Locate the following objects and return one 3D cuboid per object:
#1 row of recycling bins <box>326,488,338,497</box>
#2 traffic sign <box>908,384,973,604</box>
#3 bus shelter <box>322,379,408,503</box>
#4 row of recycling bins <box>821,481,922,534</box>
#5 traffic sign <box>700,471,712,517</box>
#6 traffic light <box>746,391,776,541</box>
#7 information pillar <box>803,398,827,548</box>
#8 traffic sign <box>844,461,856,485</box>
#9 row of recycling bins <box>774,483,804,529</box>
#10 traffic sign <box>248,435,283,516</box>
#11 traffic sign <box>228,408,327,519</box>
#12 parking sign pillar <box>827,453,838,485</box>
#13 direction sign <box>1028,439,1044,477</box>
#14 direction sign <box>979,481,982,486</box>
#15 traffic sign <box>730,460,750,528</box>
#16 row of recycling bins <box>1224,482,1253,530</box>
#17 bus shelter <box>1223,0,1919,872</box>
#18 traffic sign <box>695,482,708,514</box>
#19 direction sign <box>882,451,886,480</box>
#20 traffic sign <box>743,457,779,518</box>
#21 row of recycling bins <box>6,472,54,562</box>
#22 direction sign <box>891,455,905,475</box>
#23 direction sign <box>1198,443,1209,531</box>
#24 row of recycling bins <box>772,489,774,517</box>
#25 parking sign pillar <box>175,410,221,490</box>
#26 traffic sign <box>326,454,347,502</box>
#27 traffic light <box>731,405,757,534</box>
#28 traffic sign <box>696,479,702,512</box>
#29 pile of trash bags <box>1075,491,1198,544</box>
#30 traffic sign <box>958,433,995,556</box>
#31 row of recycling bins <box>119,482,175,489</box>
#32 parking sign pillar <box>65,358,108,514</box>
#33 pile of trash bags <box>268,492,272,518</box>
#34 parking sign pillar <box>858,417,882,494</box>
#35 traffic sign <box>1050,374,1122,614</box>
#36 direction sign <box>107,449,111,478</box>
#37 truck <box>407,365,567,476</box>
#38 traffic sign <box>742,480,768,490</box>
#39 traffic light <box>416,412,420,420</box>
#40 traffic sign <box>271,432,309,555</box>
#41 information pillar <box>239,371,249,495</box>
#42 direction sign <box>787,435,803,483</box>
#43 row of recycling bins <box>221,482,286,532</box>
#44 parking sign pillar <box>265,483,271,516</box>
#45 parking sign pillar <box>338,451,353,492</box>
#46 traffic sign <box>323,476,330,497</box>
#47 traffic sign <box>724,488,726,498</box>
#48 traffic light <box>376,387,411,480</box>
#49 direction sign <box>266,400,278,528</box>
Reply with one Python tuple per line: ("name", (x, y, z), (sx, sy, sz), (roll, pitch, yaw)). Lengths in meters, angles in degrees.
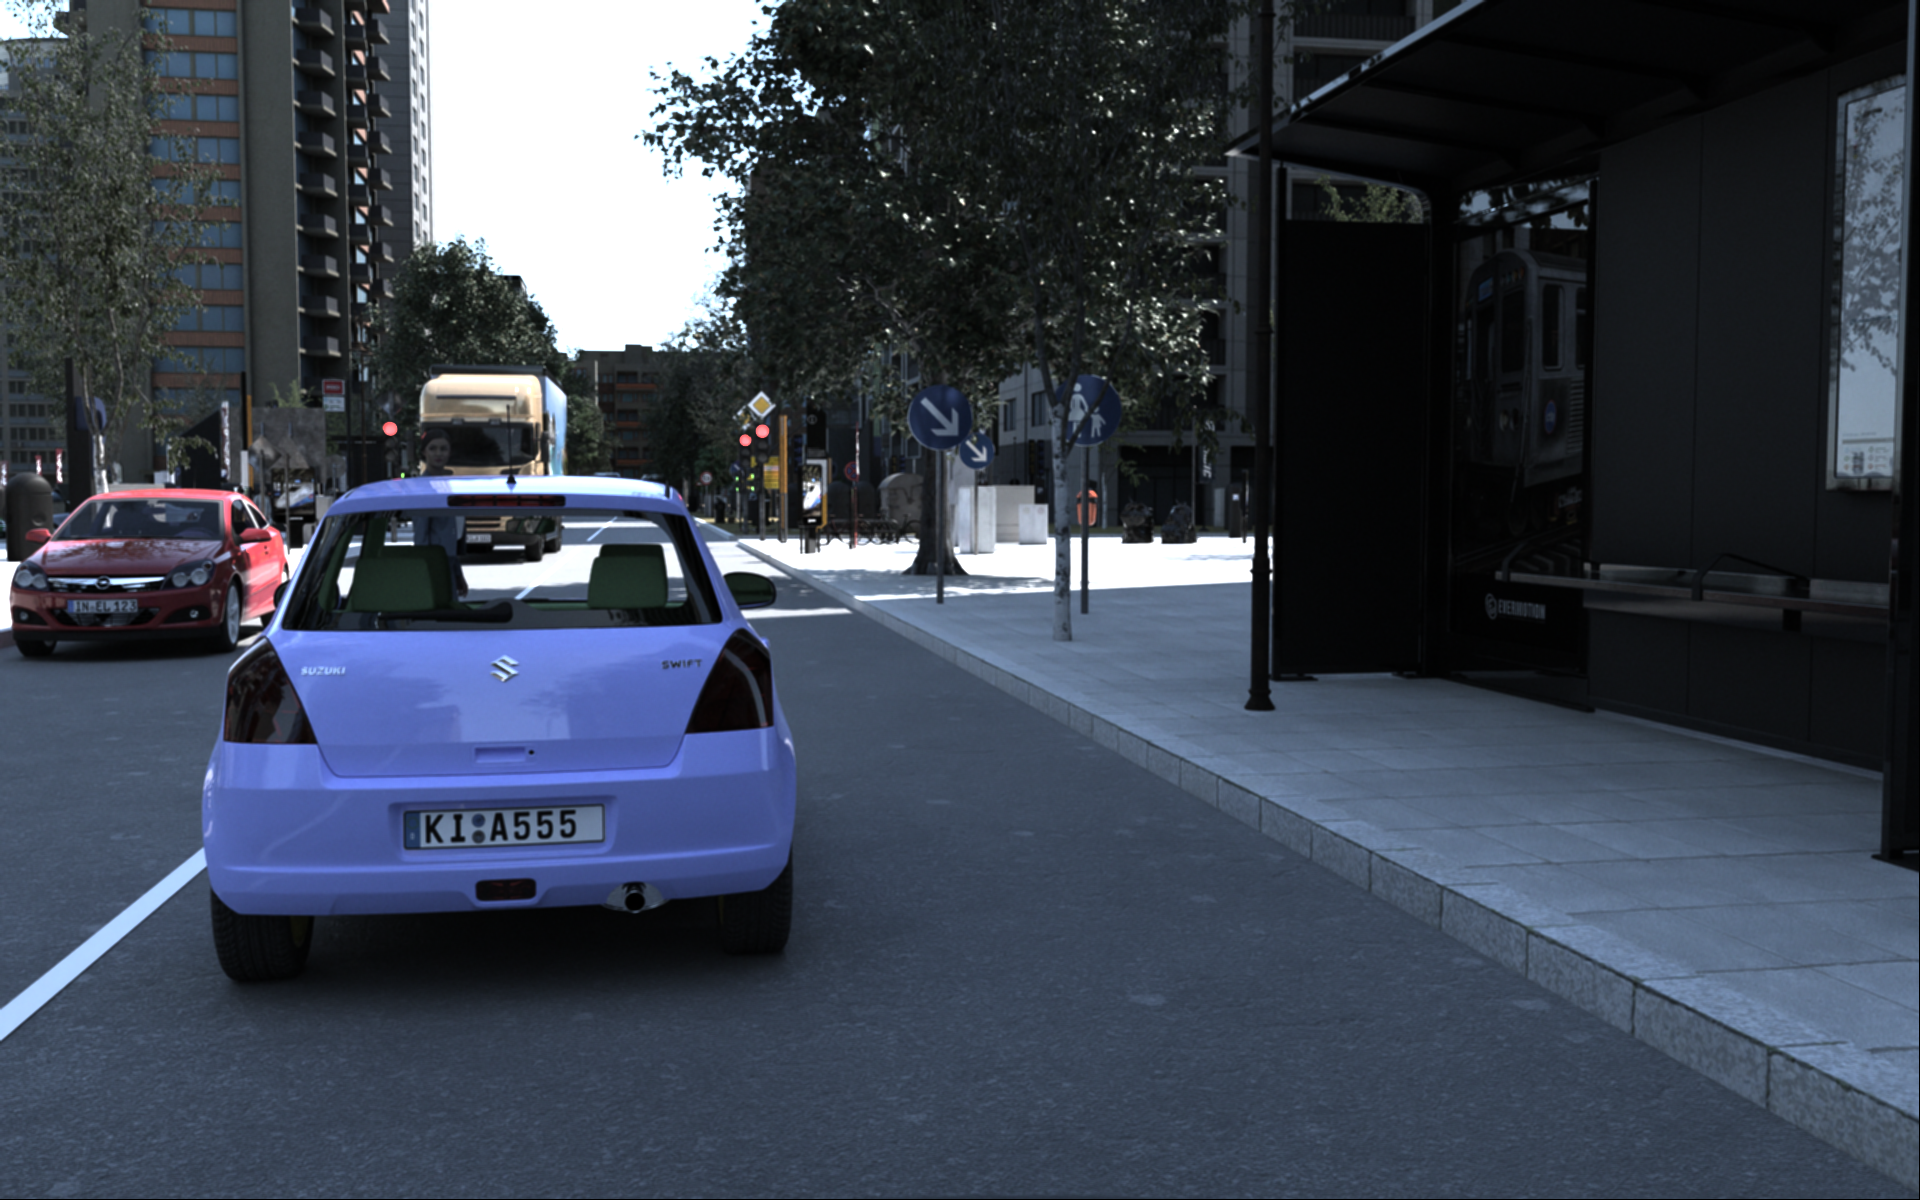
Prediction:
("row of recycling bins", (-41.304, -6.729, 117.132), (1.069, 1.692, 3.534), (2, 4, 31))
("traffic sign", (-0.232, -1.231, 20.226), (0.768, 2.556, 0.104), (0, 4, -7))
("bus shelter", (-21.660, -5.242, 63.345), (2.179, 5.291, 8.768), (-1, 4, -10))
("row of recycling bins", (-2.720, -3.019, 56.476), (3.534, 1.692, 1.069), (-2, 4, -28))
("traffic sign", (-14.158, -5.917, 96.842), (0.768, 2.556, 0.104), (0, 4, -2))
("traffic light", (-5.410, -3.562, 47.160), (0.839, 4.253, 0.868), (-1, 4, -10))
("information pillar", (-3.443, -3.062, 41.421), (0.504, 3.616, 0.183), (0, 4, -2))
("traffic sign", (-4.066, -4.066, 66.583), (0.768, 2.556, 0.104), (-1, 4, -9))
("row of recycling bins", (-4.959, -3.494, 64.235), (3.534, 1.692, 1.069), (1, 4, 20))
("traffic sign", (-13.686, -2.006, 33.981), (0.795, 2.450, 0.064), (0, 4, -4))
("traffic sign", (-16.104, -2.873, 40.848), (2.265, 3.308, 0.079), (0, 4, -4))
("parking sign pillar", (-7.585, -6.898, 101.257), (1.447, 3.967, 1.447), (1, 4, 20))
("direction sign", (3.169, -4.901, 72.135), (0.876, 3.537, 0.379), (-3, 5, -41))
("direction sign", (0.486, -3.001, 41.071), (0.379, 3.537, 0.876), (0, 4, 5))
("traffic sign", (-8.262, -3.976, 65.121), (0.768, 2.556, 0.104), (0, 4, -8))
("row of recycling bins", (10.053, -3.395, 62.622), (1.069, 1.692, 3.534), (1, 4, 8))
("bus shelter", (3.175, -1.081, 8.955), (1.731, 3.624, 6.357), (-1, 4, -10))
("traffic sign", (-16.337, -6.716, 109.811), (0.884, 2.594, 0.081), (0, 4, -2))
("direction sign", (-4.047, -6.080, 91.408), (0.379, 3.537, 0.876), (0, 4, -8))
("traffic sign", (-10.399, -6.014, 92.208), (2.265, 3.308, 0.079), (0, 4, -6))
("row of recycling bins", (-19.019, -1.558, 32.578), (3.534, 1.692, 1.069), (-1, 4, -20))
("direction sign", (-3.620, -6.686, 101.315), (0.876, 3.537, 0.379), (1, 4, 16))
("direction sign", (8.420, -4.141, 59.707), (0.379, 3.537, 0.876), (3, 4, 37))
("row of recycling bins", (-9.797, -5.503, 97.083), (1.069, 1.692, 3.534), (-2, 4, -30))
("parking sign pillar", (-24.207, -4.070, 55.024), (1.447, 3.967, 1.447), (3, 5, 41))
("traffic sign", (-20.037, -3.388, 55.494), (0.768, 2.556, 0.104), (0, 4, -5))
("traffic light", (-6.841, -4.043, 55.017), (0.839, 4.253, 0.868), (-1, 4, -10))
("traffic sign", (-18.439, -7.552, 123.587), (0.768, 2.556, 0.104), (0, 4, -8))
("pile of trash bags", (4.612, -2.190, 45.558), (3.447, 1.369, 1.912), (2, 4, 28))
("traffic sign", (0.336, -2.197, 36.026), (0.768, 2.556, 0.104), (-1, 4, -8))
("row of recycling bins", (-28.929, -3.278, 60.712), (3.534, 1.692, 1.069), (1, 4, 14))
("parking sign pillar", (-17.589, -2.842, 34.935), (1.447, 3.967, 1.447), (-1, 4, -12))
("pile of trash bags", (-36.114, -5.076, 92.738), (1.912, 1.369, 3.447), (1, 4, 18))
("parking sign pillar", (-3.081, -4.298, 58.746), (1.447, 3.967, 1.447), (-1, 4, -22))
("traffic sign", (1.336, -1.125, 18.493), (0.768, 2.556, 0.104), (0, 4, -1))
("direction sign", (-42.780, -5.768, 86.309), (0.876, 3.537, 0.379), (-1, 4, -22))
("truck", (-10.618, -3.123, 39.968), (2.839, 4.237, 11.283), (-1, 4, -10))
("traffic sign", (-13.629, -7.341, 113.906), (2.265, 3.308, 0.079), (0, 4, -6))
("traffic light", (-16.295, -3.937, 53.285), (0.839, 4.253, 0.868), (-1, 4, -10))
("traffic sign", (-14.026, -2.209, 36.115), (0.884, 2.594, 0.081), (0, 4, -8))
("information pillar", (-13.736, -2.563, 33.257), (0.183, 3.616, 0.504), (-2, 4, -28))
("direction sign", (-6.453, -4.546, 66.331), (0.876, 3.537, 0.379), (0, 4, 7))
("row of recycling bins", (-24.313, -3.167, 58.890), (3.534, 1.692, 1.069), (0, 4, 5))
("parking sign pillar", (-41.387, -6.982, 102.634), (1.447, 3.967, 1.447), (3, 4, 37))
("parking sign pillar", (-35.094, -6.769, 99.140), (1.447, 3.967, 1.447), (3, 5, 40))
("traffic sign", (-21.433, -3.567, 58.420), (0.768, 2.556, 0.104), (0, 4, -3))
("traffic sign", (-17.650, -7.951, 130.110), (0.768, 2.556, 0.104), (-1, 4, -9))
("traffic light", (-14.864, -3.456, 45.429), (0.839, 4.253, 0.868), (-1, 4, -10))
("direction sign", (-16.703, -3.066, 42.129), (0.379, 3.537, 0.876), (-3, 4, -38))
